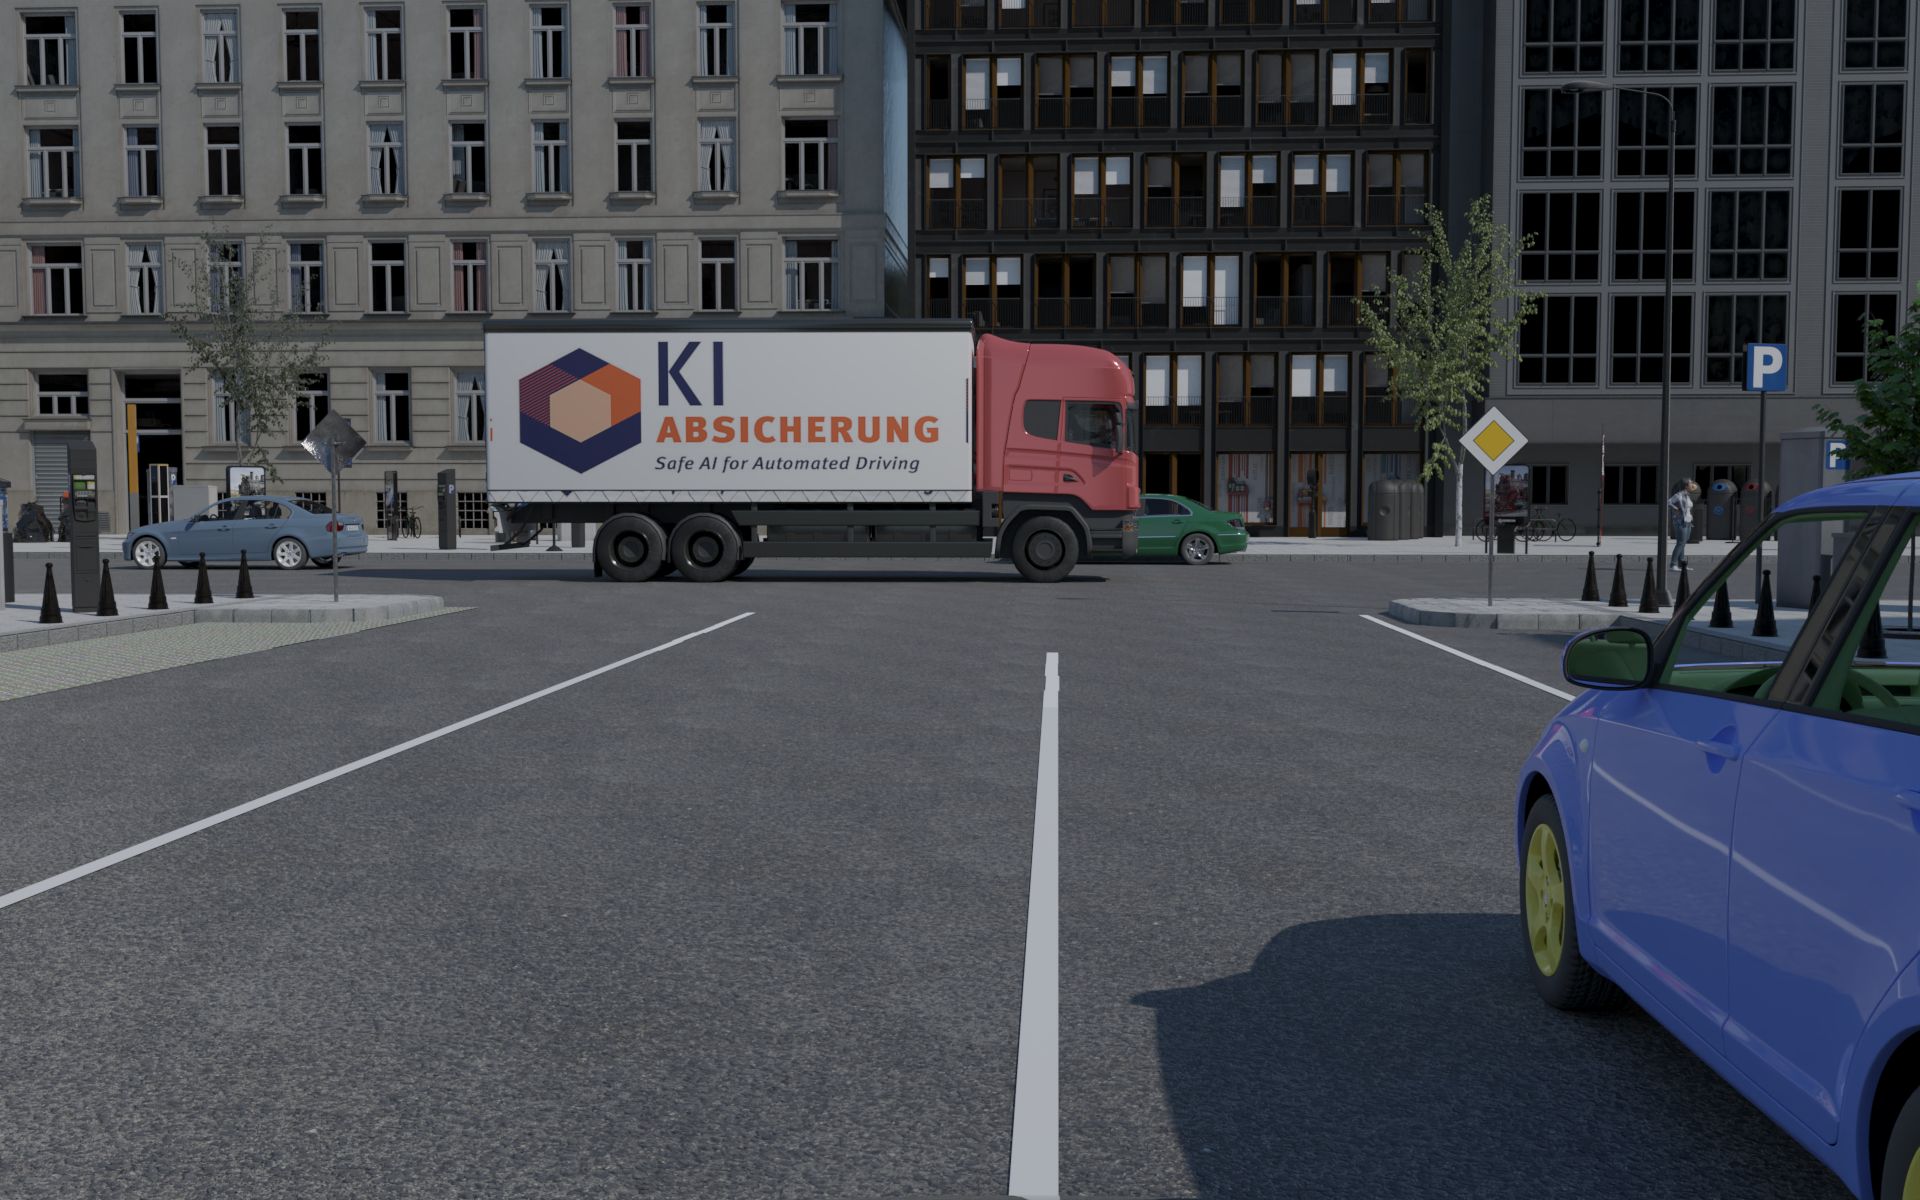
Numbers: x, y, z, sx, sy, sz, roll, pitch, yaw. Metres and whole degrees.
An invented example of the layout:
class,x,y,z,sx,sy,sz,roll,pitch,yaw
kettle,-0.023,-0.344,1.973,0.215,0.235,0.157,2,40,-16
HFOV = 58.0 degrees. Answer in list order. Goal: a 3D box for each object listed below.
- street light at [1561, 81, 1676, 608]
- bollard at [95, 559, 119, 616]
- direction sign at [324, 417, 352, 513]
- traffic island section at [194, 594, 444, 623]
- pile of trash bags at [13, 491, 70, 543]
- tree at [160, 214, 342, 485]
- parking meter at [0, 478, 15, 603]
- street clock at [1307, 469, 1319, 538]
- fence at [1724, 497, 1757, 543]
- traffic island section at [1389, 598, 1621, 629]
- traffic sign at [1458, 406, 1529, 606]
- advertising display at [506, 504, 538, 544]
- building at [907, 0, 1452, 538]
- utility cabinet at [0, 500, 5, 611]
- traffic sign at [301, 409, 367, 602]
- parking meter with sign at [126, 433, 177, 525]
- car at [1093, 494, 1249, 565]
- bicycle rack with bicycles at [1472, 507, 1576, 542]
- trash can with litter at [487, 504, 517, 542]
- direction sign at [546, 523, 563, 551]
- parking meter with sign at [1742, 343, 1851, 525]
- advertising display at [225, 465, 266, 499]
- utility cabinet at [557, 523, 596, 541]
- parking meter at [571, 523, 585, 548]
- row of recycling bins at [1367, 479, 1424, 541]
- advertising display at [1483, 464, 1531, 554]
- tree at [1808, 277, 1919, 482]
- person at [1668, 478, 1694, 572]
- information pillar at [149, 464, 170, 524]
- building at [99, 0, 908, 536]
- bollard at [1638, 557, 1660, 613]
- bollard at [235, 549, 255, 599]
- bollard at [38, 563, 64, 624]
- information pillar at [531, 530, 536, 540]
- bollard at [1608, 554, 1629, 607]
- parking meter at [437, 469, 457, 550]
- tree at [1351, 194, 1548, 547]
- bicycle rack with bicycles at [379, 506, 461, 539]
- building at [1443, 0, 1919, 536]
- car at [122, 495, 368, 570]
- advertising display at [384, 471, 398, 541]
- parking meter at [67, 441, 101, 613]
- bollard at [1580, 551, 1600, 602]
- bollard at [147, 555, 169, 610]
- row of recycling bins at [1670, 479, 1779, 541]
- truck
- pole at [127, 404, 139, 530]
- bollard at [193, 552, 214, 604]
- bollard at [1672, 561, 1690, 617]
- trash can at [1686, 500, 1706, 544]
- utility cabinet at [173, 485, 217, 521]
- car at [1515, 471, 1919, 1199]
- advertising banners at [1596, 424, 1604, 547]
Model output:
class,x,y,z,sx,sy,sz,roll,pitch,yaw
street light,7.457,-2.879,19.616,1.470,5.913,1.316,0,4,3
bollard,-8.991,-0.135,18.243,0.229,0.601,0.229,0,3,0
direction sign,-18.468,-3.639,51.490,0.379,3.537,0.876,3,4,37
traffic island section,-7.435,0.104,20.586,2.009,0.180,2.903,0,4,3
pile of trash bags,-24.505,-2.285,47.106,1.912,1.369,3.447,-1,4,-16
tree,-19.101,-5.884,46.564,4.360,8.622,3.978,0,3,0
parking meter,-11.400,-0.737,20.461,0.372,1.533,0.369,0,3,0
street clock,10.217,-2.789,50.170,0.358,2.002,0.471,2,4,30
fence,20.787,-2.026,44.336,0.480,1.192,2.264,-3,4,-36
traffic island section,6.084,0.151,19.820,2.009,0.180,2.903,0,4,3
traffic sign,6.060,-0.985,19.744,0.795,2.450,0.064,0,4,3
advertising display,-11.175,-2.391,44.301,0.974,1.923,0.123,1,4,23
building,6.681,-13.896,56.880,15.834,23.373,12.332,0,4,3
utility cabinet,-11.031,-0.491,19.195,1.020,1.237,0.306,2,4,30
traffic sign,-7.411,-1.032,20.523,0.795,2.450,0.064,0,4,3
parking meter with sign,-22.737,-3.247,49.354,1.738,3.016,0.543,0,4,3
car,3.481,-1.465,35.759,4.920,1.459,2.131,0,4,4
bicycle rack with bicycles,15.279,-2.066,47.155,2.925,0.926,2.852,0,4,4
trash can with litter,-12.051,-2.116,45.978,0.624,1.170,1.055,1,4,12
direction sign,-9.109,-2.861,38.776,0.379,3.537,0.876,-1,4,-14
parking meter with sign,9.553,-1.414,19.375,0.543,3.016,1.738,-1,4,-15
advertising display,-16.198,-2.086,39.327,0.123,1.923,0.974,2,4,30
utility cabinet,-10.488,-2.215,47.373,1.020,1.237,0.306,-2,4,-34
parking meter,-9.163,-2.191,41.535,0.255,1.863,0.399,0,4,3
row of recycling bins,12.363,-2.556,48.895,1.069,1.692,3.534,2,4,29
advertising display,11.734,-1.954,37.165,0.974,1.923,0.123,2,4,31
tree,8.489,-1.285,15.619,1.663,3.219,1.824,0,3,0
person,13.395,-1.403,32.167,0.841,1.734,0.376,-3,5,-43
information pillar,-19.682,-2.331,42.604,0.304,2.012,0.304,1,4,22
building,-16.092,-13.909,60.692,30.059,22.955,16.112,0,4,3
bollard,7.450,-0.163,18.712,0.229,0.601,0.229,0,3,0
bollard,-8.819,-0.324,21.334,0.229,0.601,0.229,0,3,0
bollard,-9.044,-0.072,17.213,0.229,0.601,0.229,0,3,0
information pillar,-11.874,-2.657,47.933,0.304,2.012,0.304,0,3,0
bollard,7.506,-0.226,19.737,0.229,0.601,0.229,0,3,0
parking meter,-11.809,-2.088,39.854,0.255,1.863,0.399,1,4,21
tree,11.981,-5.618,42.225,4.737,8.622,4.395,0,3,0
bicycle rack with bicycles,-15.782,-2.300,50.983,2.852,0.926,2.925,-1,4,-16
building,26.749,-16.108,56.877,24.014,27.812,14.314,0,4,3
car,-13.795,-1.311,33.432,4.499,1.417,2.014,0,4,4
advertising display,-15.704,-2.607,47.837,0.123,1.923,0.974,-2,4,-32
parking meter,-9.513,-0.801,18.808,0.255,1.863,0.399,-2,4,-33
bollard,7.565,-0.289,20.764,0.229,0.601,0.229,0,3,0
bollard,-8.935,-0.198,19.280,0.229,0.601,0.229,0,3,0
row of recycling bins,21.541,-2.501,48.009,3.534,1.692,1.069,3,4,36
truck,-2.022,-2.447,28.926,11.283,4.237,2.839,0,4,1
pole,-18.855,-2.794,39.518,0.158,3.312,0.155,0,3,0
bollard,-8.875,-0.261,20.305,0.229,0.601,0.229,0,3,0
bollard,7.390,-0.101,17.687,0.229,0.601,0.229,0,3,0
trash can,18.851,-2.020,44.688,0.748,1.137,0.748,0,3,0
utility cabinet,-19.409,-2.161,44.016,1.173,1.500,0.318,1,4,22
car,2.374,0.361,3.684,1.945,1.707,3.694,0,4,4
advertising banners,15.793,-2.843,42.675,0.090,3.025,2.074,1,4,23
